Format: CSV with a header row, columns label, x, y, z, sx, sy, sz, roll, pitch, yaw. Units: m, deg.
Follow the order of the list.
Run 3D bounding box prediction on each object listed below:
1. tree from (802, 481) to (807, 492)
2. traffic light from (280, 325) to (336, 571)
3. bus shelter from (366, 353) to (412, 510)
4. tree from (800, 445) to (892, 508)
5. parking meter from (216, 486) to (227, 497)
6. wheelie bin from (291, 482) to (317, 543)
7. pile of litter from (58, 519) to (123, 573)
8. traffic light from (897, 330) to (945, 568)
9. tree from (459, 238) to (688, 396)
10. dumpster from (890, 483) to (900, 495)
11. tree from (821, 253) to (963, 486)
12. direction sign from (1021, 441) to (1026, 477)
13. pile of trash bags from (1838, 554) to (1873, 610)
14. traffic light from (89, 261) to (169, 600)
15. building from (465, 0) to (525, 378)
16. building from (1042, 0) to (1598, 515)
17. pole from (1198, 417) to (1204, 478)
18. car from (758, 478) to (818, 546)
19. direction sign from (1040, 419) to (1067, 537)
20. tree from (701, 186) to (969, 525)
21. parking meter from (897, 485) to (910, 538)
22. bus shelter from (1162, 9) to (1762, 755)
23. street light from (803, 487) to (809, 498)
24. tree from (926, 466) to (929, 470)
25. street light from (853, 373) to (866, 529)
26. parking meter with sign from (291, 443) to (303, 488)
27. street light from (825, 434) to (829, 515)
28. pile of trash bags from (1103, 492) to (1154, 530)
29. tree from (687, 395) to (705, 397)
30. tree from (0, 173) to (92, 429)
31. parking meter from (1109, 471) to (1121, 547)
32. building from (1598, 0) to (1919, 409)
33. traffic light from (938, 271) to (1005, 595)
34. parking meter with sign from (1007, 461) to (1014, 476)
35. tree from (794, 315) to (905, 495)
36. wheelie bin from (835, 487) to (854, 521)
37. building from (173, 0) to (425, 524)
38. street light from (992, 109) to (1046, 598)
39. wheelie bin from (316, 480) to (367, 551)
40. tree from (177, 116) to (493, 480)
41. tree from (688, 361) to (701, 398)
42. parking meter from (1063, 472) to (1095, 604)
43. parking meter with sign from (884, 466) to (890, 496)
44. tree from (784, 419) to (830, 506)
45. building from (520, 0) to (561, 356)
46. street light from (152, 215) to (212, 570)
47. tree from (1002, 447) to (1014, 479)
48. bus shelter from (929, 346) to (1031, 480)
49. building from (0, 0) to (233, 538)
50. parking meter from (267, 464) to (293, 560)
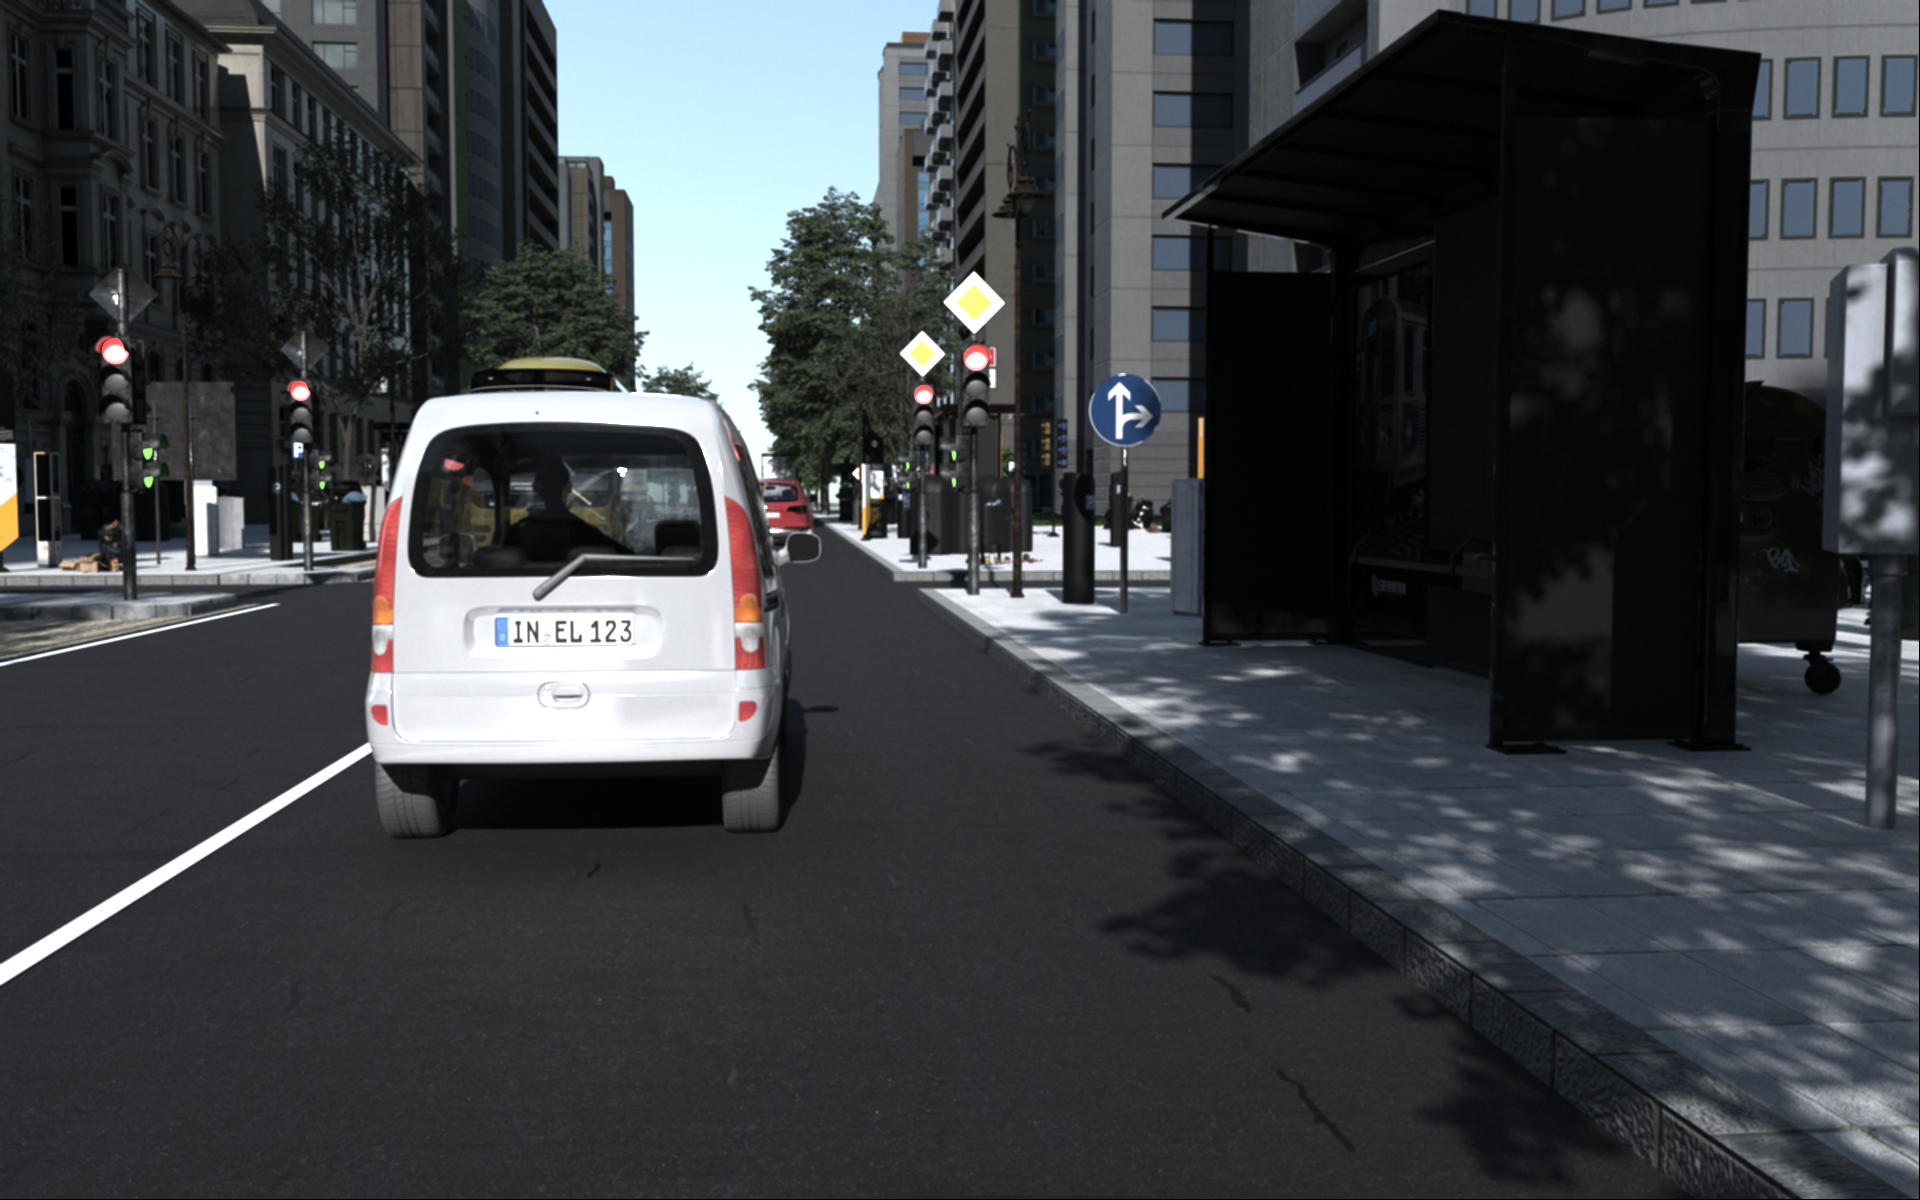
label,x,y,z,sx,sy,sz,roll,pitch,yaw
tree,-20.820,-17.341,233.893,4.360,8.622,3.978,0,3,0
traffic light,-10.873,-2.442,28.845,0.839,4.253,0.868,0,4,-6
bus shelter,-16.295,-4.562,52.226,2.179,5.291,8.768,0,4,-6
tree,-4.944,-6.319,87.033,4.285,4.588,4.351,0,3,0
parking meter,-24.402,-2.987,57.241,0.372,1.533,0.369,0,3,0
wheelie bin,-17.460,-2.333,46.056,0.693,1.594,0.980,3,4,38
pile of litter,-14.470,-0.920,28.999,1.176,0.858,1.719,-1,4,-14
traffic light,-0.668,-2.507,29.914,0.839,4.253,0.868,0,4,-6
tree,-19.794,-10.909,85.015,9.857,13.997,8.962,0,3,0
dumpster,-3.412,-5.379,93.698,1.264,1.857,1.865,0,4,-6
tree,-1.916,-6.224,52.129,4.360,8.622,3.978,0,3,0
direction sign,2.651,-5.033,74.293,0.379,3.537,0.876,-1,4,-19
pile of trash bags,10.766,-0.643,20.260,1.912,1.369,3.447,3,5,42
traffic light,-10.050,-1.956,20.902,0.839,4.253,0.868,0,4,-6
building,-45.213,-35.853,128.196,21.231,58.520,28.212,0,4,-6
building,15.389,-33.341,87.117,21.231,58.520,28.212,0,4,-6
pole,6.426,-3.199,46.141,0.158,3.312,0.155,0,3,0
car,-4.504,-1.983,41.093,2.281,1.827,5.304,0,4,-5
direction sign,2.825,-3.683,52.209,0.876,3.537,0.379,-1,4,-20
tree,-4.173,-10.086,71.563,9.857,13.997,8.962,0,3,0
parking meter,-1.628,-2.561,50.277,0.372,1.533,0.369,0,3,0
bus shelter,2.859,-1.244,11.621,1.731,3.624,6.357,0,4,-6
street light,-15.795,-12.702,180.465,0.468,5.910,1.993,0,4,-6
tree,-0.191,-3.739,55.733,1.663,3.219,1.824,0,3,0
street light,-3.621,-5.496,62.645,0.468,5.910,1.993,0,4,-6
parking meter with sign,-22.101,-3.714,56.991,0.543,3.016,1.738,0,4,7
street light,-7.941,-8.036,104.174,0.468,5.910,1.993,0,4,-6
pile of trash bags,6.149,-3.293,63.592,1.912,1.369,3.447,0,4,8
tree,-30.158,-17.026,195.380,9.611,12.733,9.660,0,3,0
tree,-22.629,-5.507,40.404,4.737,8.622,4.395,0,3,0
parking meter,3.830,-2.217,41.954,0.399,1.863,0.255,-1,4,-10
building,25.022,-31.237,52.724,28.212,58.520,21.231,0,4,-6
traffic light,0.155,-2.021,21.971,0.839,4.253,0.868,0,4,-6
parking meter with sign,2.291,-5.914,92.961,0.543,3.016,1.738,-2,4,-34
tree,-5.920,-10.554,98.315,9.928,11.665,9.643,0,3,0
wheelie bin,-5.446,-4.560,82.469,0.980,1.594,0.693,0,4,2
building,-37.917,-15.492,86.577,16.112,22.955,30.059,0,4,-6
street light,0.712,-2.970,21.348,0.468,5.910,1.993,0,4,-6
wheelie bin,-13.827,-1.907,39.086,0.980,1.594,0.693,1,4,11
tree,-15.746,-6.689,43.781,8.767,10.594,7.601,0,4,-2
tree,-27.211,-15.820,165.319,9.857,13.997,8.962,0,3,0
parking meter,1.395,-0.729,20.328,0.372,1.533,0.369,0,3,0
parking meter with sign,-3.432,-5.102,79.682,0.543,3.016,1.738,0,4,3
tree,-16.504,-16.361,201.909,7.601,10.594,8.767,-1,4,-16
building,-47.619,-32.394,153.343,21.300,48.544,21.600,0,4,-6
street light,-12.973,-3.440,29.029,0.468,5.910,1.993,0,4,-6
tree,2.061,-7.381,104.387,4.285,4.588,4.351,0,3,0
bus shelter,0.188,-4.092,44.540,2.179,5.291,8.768,0,4,-6
building,-33.736,-14.369,54.020,14.460,24.649,34.723,0,4,-6
parking meter,-13.187,-1.704,33.579,0.399,1.863,0.255,0,4,6
